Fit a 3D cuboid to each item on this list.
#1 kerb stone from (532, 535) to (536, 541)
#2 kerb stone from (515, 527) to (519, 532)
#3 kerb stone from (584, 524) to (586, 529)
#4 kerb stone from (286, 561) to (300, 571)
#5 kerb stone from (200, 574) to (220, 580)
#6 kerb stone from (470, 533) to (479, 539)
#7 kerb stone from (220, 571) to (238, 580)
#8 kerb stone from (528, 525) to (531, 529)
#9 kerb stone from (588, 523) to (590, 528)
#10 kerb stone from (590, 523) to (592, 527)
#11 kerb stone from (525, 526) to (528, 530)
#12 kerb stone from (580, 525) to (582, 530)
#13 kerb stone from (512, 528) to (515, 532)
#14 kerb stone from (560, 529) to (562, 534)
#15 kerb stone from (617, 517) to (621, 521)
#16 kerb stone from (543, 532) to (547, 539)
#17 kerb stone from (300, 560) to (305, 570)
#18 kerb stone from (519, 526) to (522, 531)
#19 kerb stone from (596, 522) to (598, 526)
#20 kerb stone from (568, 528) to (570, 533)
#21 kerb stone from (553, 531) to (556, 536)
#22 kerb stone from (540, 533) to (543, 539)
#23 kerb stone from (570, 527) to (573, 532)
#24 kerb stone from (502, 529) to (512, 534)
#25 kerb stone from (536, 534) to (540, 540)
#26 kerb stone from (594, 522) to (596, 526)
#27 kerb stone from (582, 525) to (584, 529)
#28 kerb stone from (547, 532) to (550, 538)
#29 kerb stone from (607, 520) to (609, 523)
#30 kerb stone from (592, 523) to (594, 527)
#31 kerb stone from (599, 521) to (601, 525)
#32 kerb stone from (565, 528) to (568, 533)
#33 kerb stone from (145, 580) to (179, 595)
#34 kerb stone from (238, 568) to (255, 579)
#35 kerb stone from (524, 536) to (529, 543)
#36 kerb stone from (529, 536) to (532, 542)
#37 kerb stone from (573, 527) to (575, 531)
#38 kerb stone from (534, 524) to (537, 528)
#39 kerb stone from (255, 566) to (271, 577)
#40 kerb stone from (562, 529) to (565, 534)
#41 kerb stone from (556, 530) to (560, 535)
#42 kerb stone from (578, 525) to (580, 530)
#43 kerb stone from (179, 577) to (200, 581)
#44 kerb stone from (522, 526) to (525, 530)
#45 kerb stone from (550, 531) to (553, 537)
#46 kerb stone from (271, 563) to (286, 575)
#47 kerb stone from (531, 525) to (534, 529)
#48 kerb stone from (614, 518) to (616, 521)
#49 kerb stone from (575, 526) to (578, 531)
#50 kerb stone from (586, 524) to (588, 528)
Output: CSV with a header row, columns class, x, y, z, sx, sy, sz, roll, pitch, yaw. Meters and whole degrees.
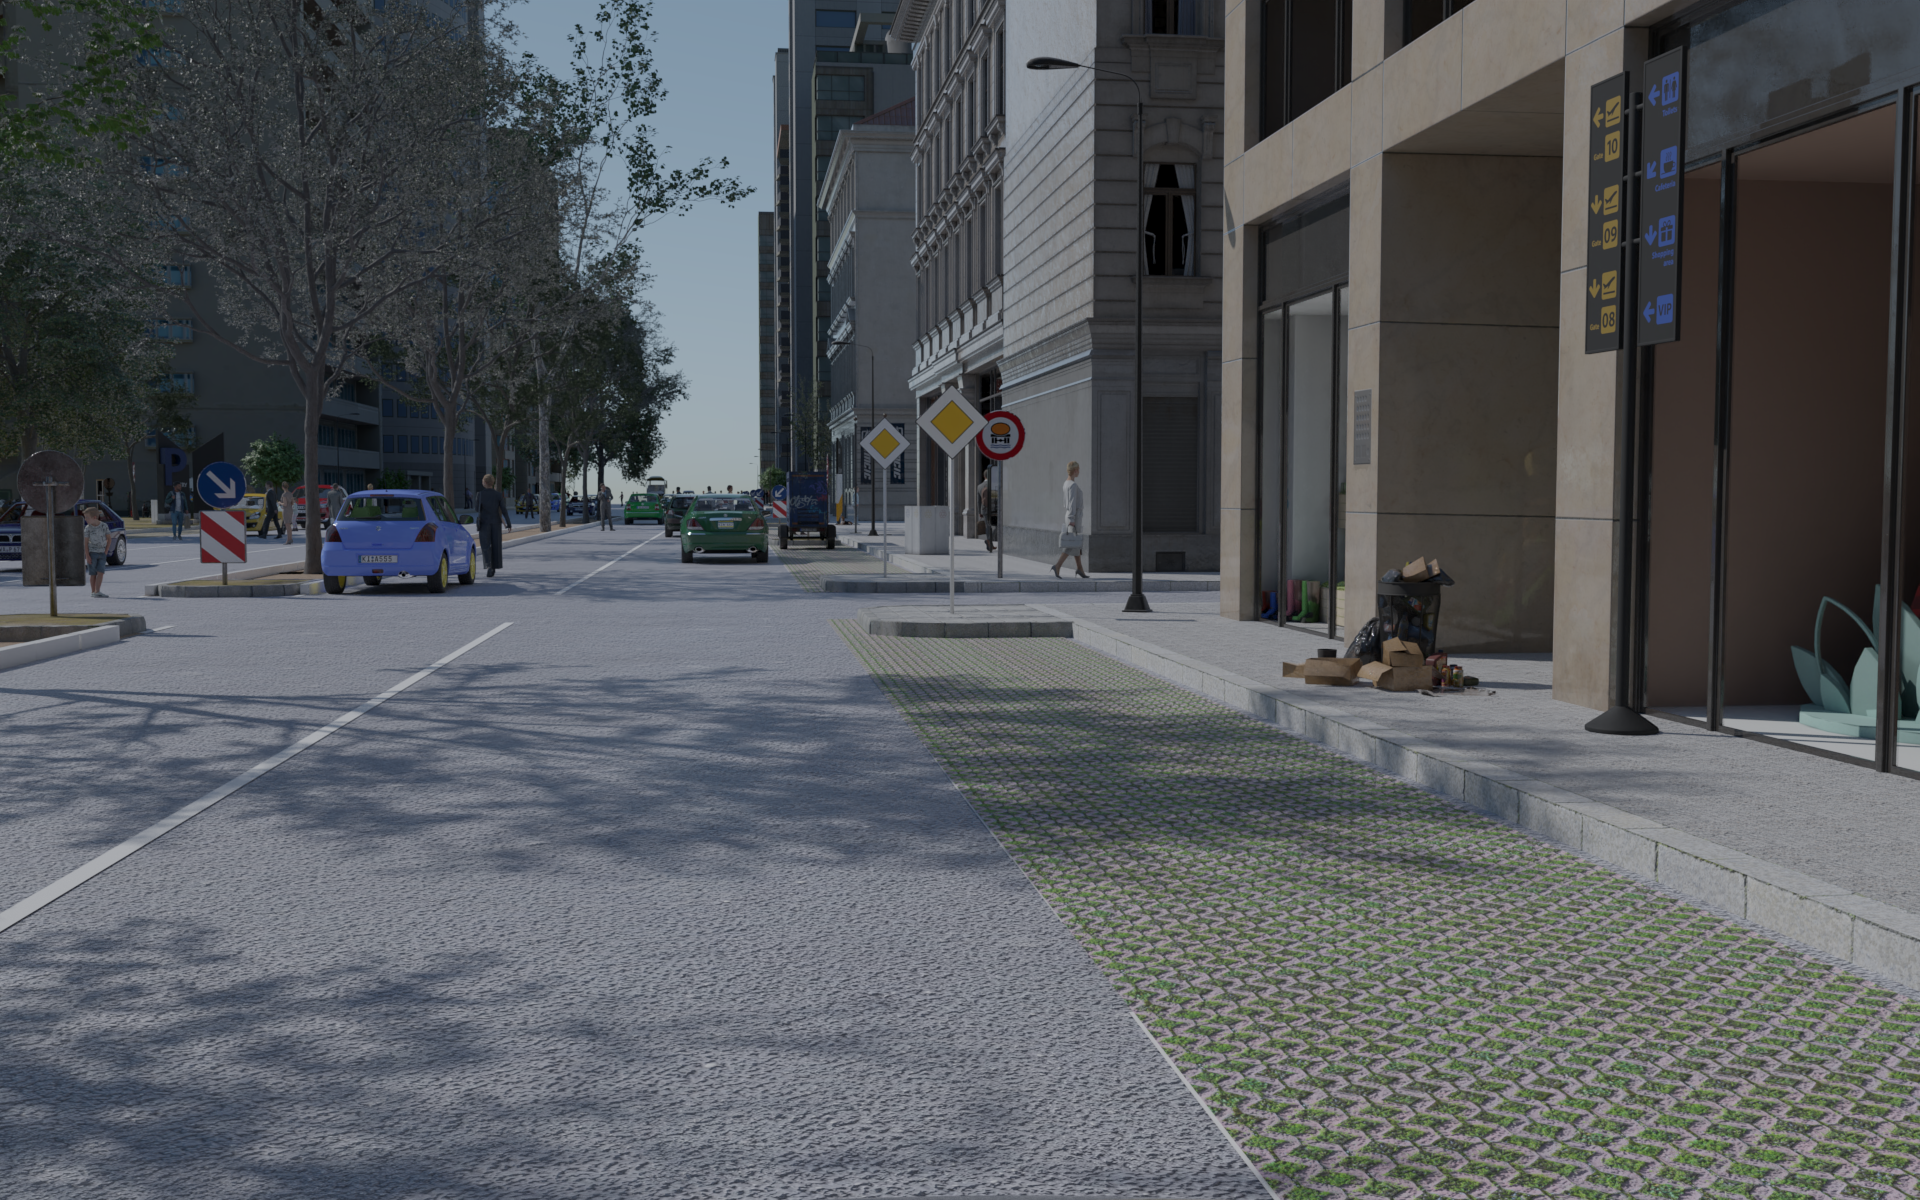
class,x,y,z,sx,sy,sz,roll,pitch,yaw
kerb stone,-13.043,-1.856,52.541,0.120,0.150,1.000,0,4,-8
kerb stone,-16.888,-2.646,65.456,0.120,0.150,1.000,0,4,-8
kerb stone,-15.486,-2.974,70.821,0.120,0.150,1.000,0,4,-8
kerb stone,-12.410,-0.594,31.951,0.120,0.150,1.000,0,4,-8
kerb stone,-11.724,-0.284,26.843,0.120,0.150,1.000,0,4,-8
kerb stone,-15.523,-2.025,55.308,0.120,0.150,1.000,0,4,-8
kerb stone,-11.863,-0.344,27.873,0.120,0.150,1.000,0,4,-8
kerb stone,-17.426,-2.894,69.518,0.120,0.150,1.000,0,4,-8
kerb stone,-15.759,-3.099,72.863,0.120,0.150,1.000,0,4,-8
kerb stone,-15.891,-3.160,73.876,0.120,0.150,1.000,0,4,-8
kerb stone,-17.302,-2.832,68.503,0.120,0.150,1.000,0,4,-8
kerb stone,-15.213,-2.850,68.788,0.120,0.150,1.000,0,4,-8
kerb stone,-16.757,-2.579,64.443,0.120,0.150,1.000,0,4,-8
kerb stone,-14.129,-2.353,60.673,0.120,0.150,1.000,0,4,-8
kerb stone,-18.477,-4.342,93.182,0.120,0.150,1.000,0,4,-8
kerb stone,-13.451,-2.042,55.582,0.120,0.150,1.000,0,4,-8
kerb stone,-12.539,-0.659,32.964,0.120,0.150,1.000,0,4,-8
kerb stone,-17.030,-2.708,66.468,0.120,0.150,1.000,0,4,-8
kerb stone,-16.303,-3.348,76.928,0.120,0.150,1.000,0,4,-8
kerb stone,-14.532,-2.533,63.714,0.120,0.150,1.000,0,4,-8
kerb stone,-13.859,-2.228,58.627,0.120,0.150,1.000,0,4,-8
kerb stone,-13.317,-1.975,54.566,0.120,0.150,1.000,0,4,-8
kerb stone,-14.677,-2.601,64.727,0.120,0.150,1.000,0,4,-8
kerb stone,-16.615,-2.521,63.430,0.120,0.150,1.000,0,4,-8
kerb stone,-13.174,-1.918,53.554,0.120,0.150,1.000,0,4,-8
kerb stone,-16.165,-3.284,75.908,0.120,0.150,1.000,0,4,-8
kerb stone,-15.352,-2.912,69.808,0.120,0.150,1.000,0,4,-8
kerb stone,-13.578,-2.103,56.596,0.120,0.150,1.000,0,4,-8
kerb stone,-17.254,-3.783,84.052,0.120,0.150,1.000,0,4,-8
kerb stone,-16.031,-3.219,74.889,0.120,0.150,1.000,0,4,-8
kerb stone,-16.572,-3.472,78.961,0.120,0.150,1.000,0,4,-8
kerb stone,-14.408,-2.477,62.699,0.120,0.150,1.000,0,4,-8
kerb stone,-11.449,-0.160,24.810,0.120,0.150,1.000,0,4,-8
kerb stone,-11.996,-0.409,28.886,0.120,0.150,1.000,0,4,-8
kerb stone,-12.776,-1.725,50.506,0.120,0.150,1.000,0,4,-8
kerb stone,-12.912,-1.791,51.518,0.120,0.150,1.000,0,4,-8
kerb stone,-14.813,-2.664,65.748,0.120,0.150,1.000,0,4,-8
kerb stone,-17.704,-3.019,71.555,0.120,0.150,1.000,0,4,-8
kerb stone,-12.135,-0.471,29.901,0.120,0.150,1.000,0,4,-8
kerb stone,-14.269,-2.415,61.685,0.120,0.150,1.000,0,4,-8
kerb stone,-13.990,-2.291,59.656,0.120,0.150,1.000,0,4,-8
kerb stone,-15.086,-2.781,67.774,0.120,0.150,1.000,0,4,-8
kerb stone,-11.589,-0.217,25.829,0.120,0.150,1.000,0,4,-8
kerb stone,-17.158,-2.770,67.482,0.120,0.150,1.000,0,4,-8
kerb stone,-13.723,-2.166,57.612,0.120,0.150,1.000,0,4,-8
kerb stone,-12.275,-0.534,30.924,0.120,0.150,1.000,0,4,-8
kerb stone,-17.574,-2.953,70.541,0.120,0.150,1.000,0,4,-8
kerb stone,-17.934,-4.094,89.127,0.120,0.150,1.000,0,4,-8
kerb stone,-14.946,-2.726,66.761,0.120,0.150,1.000,0,4,-8
kerb stone,-15.628,-3.036,71.840,0.120,0.150,1.000,0,4,-8
